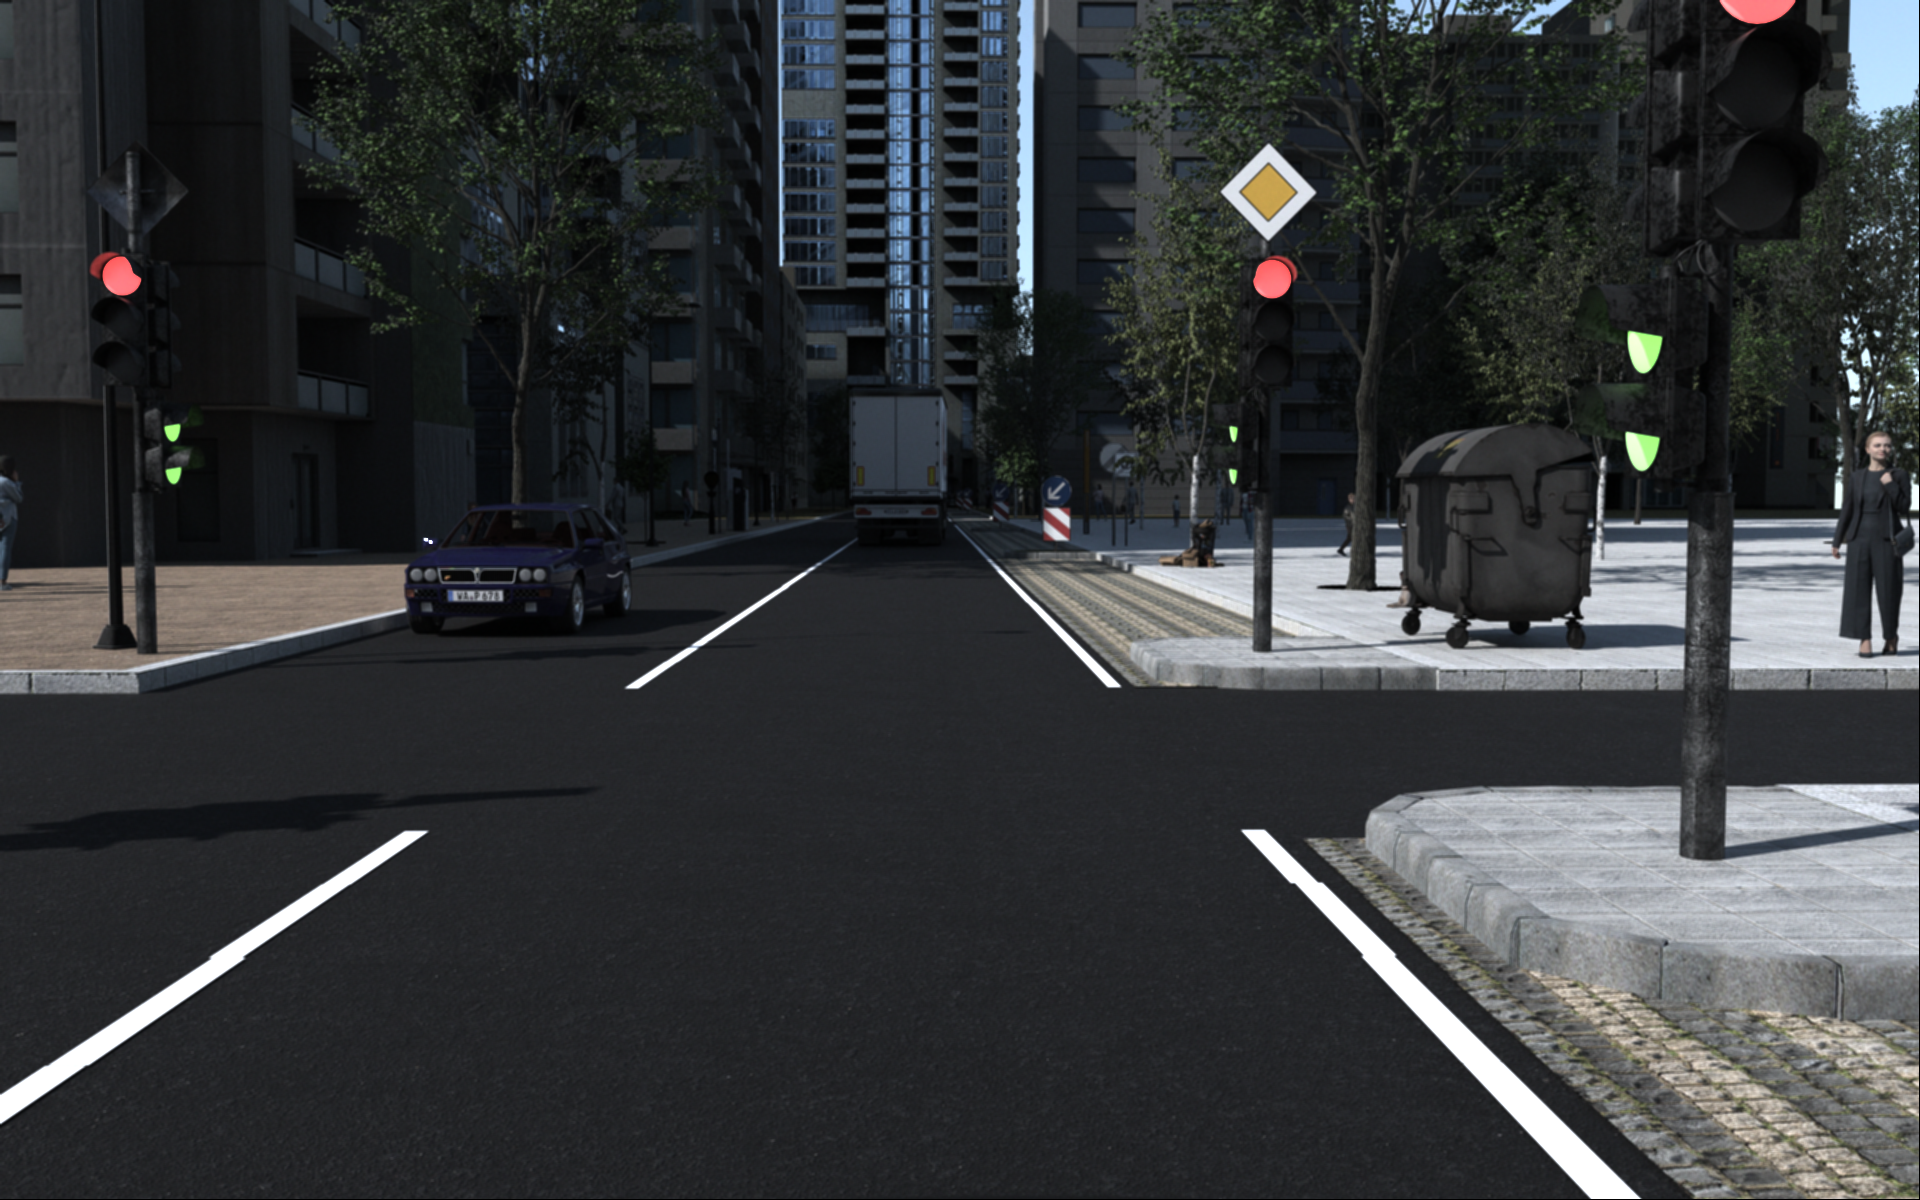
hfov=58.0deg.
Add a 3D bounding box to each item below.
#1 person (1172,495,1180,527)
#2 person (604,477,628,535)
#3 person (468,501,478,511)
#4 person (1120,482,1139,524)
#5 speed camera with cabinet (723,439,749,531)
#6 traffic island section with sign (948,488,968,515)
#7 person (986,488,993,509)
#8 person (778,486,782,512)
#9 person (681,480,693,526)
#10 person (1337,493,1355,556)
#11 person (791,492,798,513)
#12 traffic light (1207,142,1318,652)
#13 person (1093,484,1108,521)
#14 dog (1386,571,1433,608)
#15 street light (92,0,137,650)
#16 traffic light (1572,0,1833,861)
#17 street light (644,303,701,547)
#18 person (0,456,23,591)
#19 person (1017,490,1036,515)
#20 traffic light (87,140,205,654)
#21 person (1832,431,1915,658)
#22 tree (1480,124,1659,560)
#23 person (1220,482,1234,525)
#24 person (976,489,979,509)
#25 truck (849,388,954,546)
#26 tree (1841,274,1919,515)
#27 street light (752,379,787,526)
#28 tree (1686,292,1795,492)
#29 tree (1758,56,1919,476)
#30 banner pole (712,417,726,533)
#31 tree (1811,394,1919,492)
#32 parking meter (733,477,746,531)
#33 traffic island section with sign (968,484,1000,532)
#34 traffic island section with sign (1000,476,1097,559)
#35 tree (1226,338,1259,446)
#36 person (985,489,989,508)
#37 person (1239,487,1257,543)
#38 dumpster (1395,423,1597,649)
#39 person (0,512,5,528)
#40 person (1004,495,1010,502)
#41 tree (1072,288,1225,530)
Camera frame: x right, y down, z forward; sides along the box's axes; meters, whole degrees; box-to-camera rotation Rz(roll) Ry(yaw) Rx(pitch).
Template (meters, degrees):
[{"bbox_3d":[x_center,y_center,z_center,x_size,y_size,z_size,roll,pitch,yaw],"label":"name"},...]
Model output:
[{"bbox_3d":[8.370,-3.450,67.134,0.332,1.250,0.352,1,4,14],"label":"person"},{"bbox_3d":[-10.722,-2.933,54.113,0.853,1.813,0.709,1,4,16],"label":"person"},{"bbox_3d":[-9.053,-1.302,32.825,1.012,1.151,0.738,-2,4,-29],"label":"person"},{"bbox_3d":[7.372,-4.198,74.795,0.709,1.813,0.853,-3,4,-38],"label":"person"},{"bbox_3d":[-7.959,-4.112,61.566,0.660,3.252,2.038,-1,4,-16],"label":"speed camera with cabinet"},{"bbox_3d":[0.391,-6.577,116.159,1.989,1.847,2.006,0,4,-1],"label":"traffic island section with sign"},{"bbox_3d":[2.524,-8.661,147.517,0.709,1.838,0.599,-3,4,-38],"label":"person"},{"bbox_3d":[-12.746,-7.094,122.045,0.705,1.822,1.348,0,4,-4],"label":"person"},{"bbox_3d":[-10.787,-3.824,68.569,0.555,1.821,0.388,3,4,36],"label":"person"},{"bbox_3d":[8.045,-1.545,35.581,0.640,1.303,0.475,3,4,37],"label":"person"},{"bbox_3d":[-10.945,-6.435,114.447,0.628,1.438,0.799,-3,5,-39],"label":"person"},{"bbox_3d":[2.444,-1.534,13.999,0.839,4.253,0.868,0,4,-1],"label":"traffic light"},{"bbox_3d":[6.649,-4.591,81.695,0.593,1.750,0.643,-3,4,-36],"label":"person"},{"bbox_3d":[5.250,-0.117,19.646,0.748,0.427,0.550,2,4,25],"label":"dog"},{"bbox_3d":[-6.489,-2.552,14.269,1.470,5.913,1.316,0,4,-1],"label":"street light"},{"bbox_3d":[2.608,-1.046,6.016,0.839,4.253,0.868,0,4,-1],"label":"traffic light"},{"bbox_3d":[-6.979,-4.257,42.141,1.470,5.913,1.316,0,4,-1],"label":"street light"},{"bbox_3d":[-12.806,-1.023,23.026,0.793,1.790,0.793,-1,4,-16],"label":"person"},{"bbox_3d":[4.062,-6.165,106.928,1.350,1.814,0.705,1,4,22],"label":"person"},{"bbox_3d":[-6.515,-1.522,13.800,0.839,4.253,0.868,0,4,-1],"label":"traffic light"},{"bbox_3d":[7.223,-0.442,13.698,0.576,1.772,0.534,2,4,25],"label":"person"},{"bbox_3d":[12.483,-5.106,33.845,4.360,8.622,3.978,0,3,0],"label":"tree"},{"bbox_3d":[11.163,-4.061,72.546,0.635,1.810,0.391,0,4,4],"label":"person"},{"bbox_3d":[1.419,-8.711,149.194,0.721,1.735,1.217,0,4,1],"label":"person"},{"bbox_3d":[-1.649,-3.824,51.434,2.839,4.237,11.283,0,4,0],"label":"truck"},{"bbox_3d":[30.029,-6.389,54.830,4.737,8.622,4.395,0,3,0],"label":"tree"},{"bbox_3d":[-7.680,-5.954,69.889,1.470,5.913,1.316,0,4,-1],"label":"street light"},{"bbox_3d":[28.665,-6.969,64.311,4.737,8.622,4.395,0,3,0],"label":"tree"},{"bbox_3d":[14.628,-4.771,28.361,4.360,8.622,3.978,0,3,0],"label":"tree"},{"bbox_3d":[-7.900,-4.051,56.243,0.401,3.779,0.863,1,4,14],"label":"banner pole"},{"bbox_3d":[53.263,-7.373,83.453,20.602,7.101,11.467,0,4,-4],"label":"tree"},{"bbox_3d":[-7.590,-3.299,59.644,0.399,1.863,0.255,1,4,12],"label":"parking meter"},{"bbox_3d":[1.419,-3.515,66.093,1.989,1.847,2.006,0,4,-1],"label":"traffic island section with sign"},{"bbox_3d":[1.989,-1.842,38.742,1.989,1.847,2.006,0,4,-1],"label":"traffic island section with sign"},{"bbox_3d":[12.350,-8.043,81.872,4.360,8.622,3.978,0,3,0],"label":"tree"},{"bbox_3d":[2.531,-9.189,156.288,0.705,1.823,1.348,-1,4,-21],"label":"person"},{"bbox_3d":[7.663,-2.385,45.883,0.643,1.720,0.563,-3,4,-36],"label":"person"},{"bbox_3d":[4.624,-0.566,15.008,1.264,1.857,1.865,0,4,-1],"label":"dumpster"},{"bbox_3d":[-12.525,-0.949,21.907,0.721,1.781,0.623,2,4,32],"label":"person"},{"bbox_3d":[3.898,-8.617,146.933,0.705,1.824,1.348,2,4,33],"label":"person"},{"bbox_3d":[6.791,-6.835,62.115,4.360,8.622,3.978,0,3,0],"label":"tree"}]
